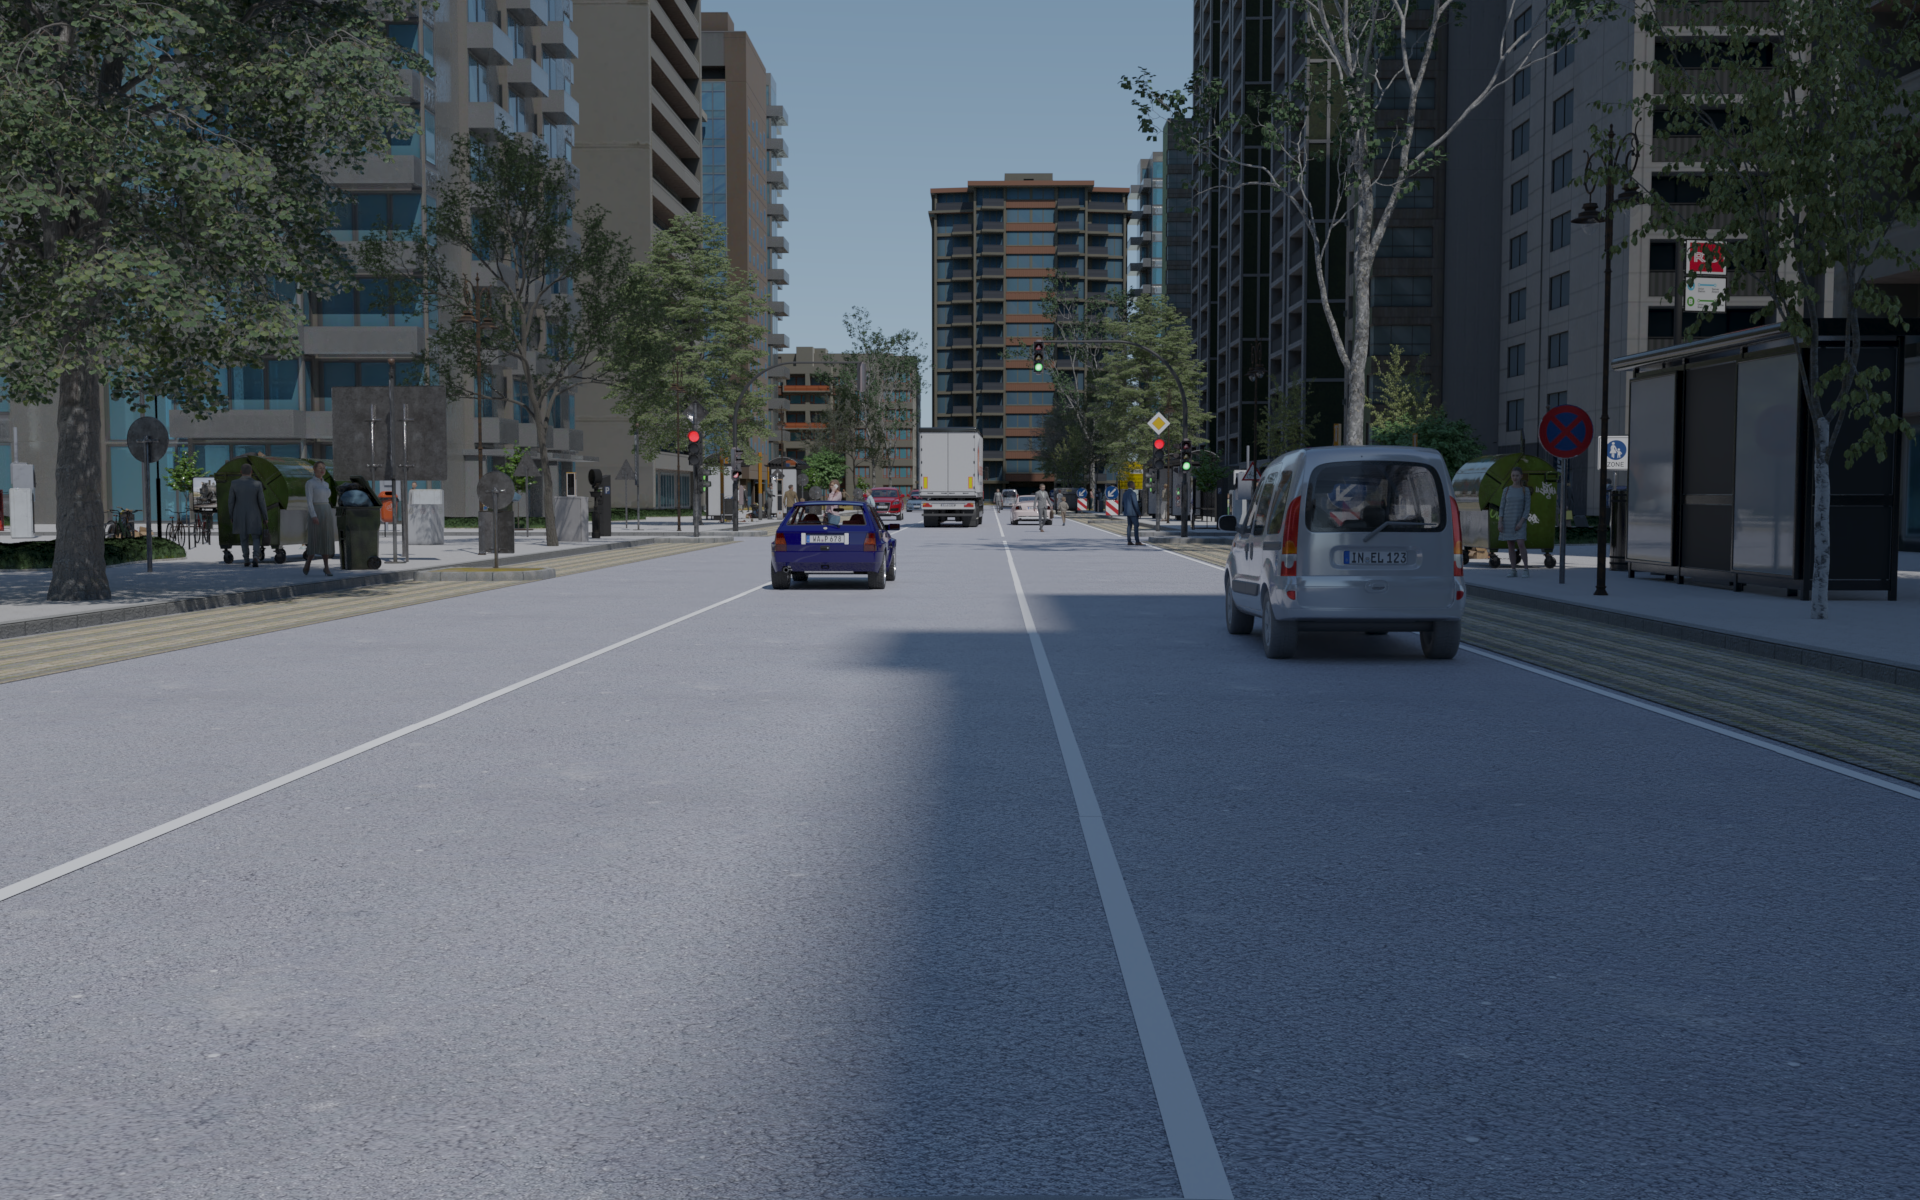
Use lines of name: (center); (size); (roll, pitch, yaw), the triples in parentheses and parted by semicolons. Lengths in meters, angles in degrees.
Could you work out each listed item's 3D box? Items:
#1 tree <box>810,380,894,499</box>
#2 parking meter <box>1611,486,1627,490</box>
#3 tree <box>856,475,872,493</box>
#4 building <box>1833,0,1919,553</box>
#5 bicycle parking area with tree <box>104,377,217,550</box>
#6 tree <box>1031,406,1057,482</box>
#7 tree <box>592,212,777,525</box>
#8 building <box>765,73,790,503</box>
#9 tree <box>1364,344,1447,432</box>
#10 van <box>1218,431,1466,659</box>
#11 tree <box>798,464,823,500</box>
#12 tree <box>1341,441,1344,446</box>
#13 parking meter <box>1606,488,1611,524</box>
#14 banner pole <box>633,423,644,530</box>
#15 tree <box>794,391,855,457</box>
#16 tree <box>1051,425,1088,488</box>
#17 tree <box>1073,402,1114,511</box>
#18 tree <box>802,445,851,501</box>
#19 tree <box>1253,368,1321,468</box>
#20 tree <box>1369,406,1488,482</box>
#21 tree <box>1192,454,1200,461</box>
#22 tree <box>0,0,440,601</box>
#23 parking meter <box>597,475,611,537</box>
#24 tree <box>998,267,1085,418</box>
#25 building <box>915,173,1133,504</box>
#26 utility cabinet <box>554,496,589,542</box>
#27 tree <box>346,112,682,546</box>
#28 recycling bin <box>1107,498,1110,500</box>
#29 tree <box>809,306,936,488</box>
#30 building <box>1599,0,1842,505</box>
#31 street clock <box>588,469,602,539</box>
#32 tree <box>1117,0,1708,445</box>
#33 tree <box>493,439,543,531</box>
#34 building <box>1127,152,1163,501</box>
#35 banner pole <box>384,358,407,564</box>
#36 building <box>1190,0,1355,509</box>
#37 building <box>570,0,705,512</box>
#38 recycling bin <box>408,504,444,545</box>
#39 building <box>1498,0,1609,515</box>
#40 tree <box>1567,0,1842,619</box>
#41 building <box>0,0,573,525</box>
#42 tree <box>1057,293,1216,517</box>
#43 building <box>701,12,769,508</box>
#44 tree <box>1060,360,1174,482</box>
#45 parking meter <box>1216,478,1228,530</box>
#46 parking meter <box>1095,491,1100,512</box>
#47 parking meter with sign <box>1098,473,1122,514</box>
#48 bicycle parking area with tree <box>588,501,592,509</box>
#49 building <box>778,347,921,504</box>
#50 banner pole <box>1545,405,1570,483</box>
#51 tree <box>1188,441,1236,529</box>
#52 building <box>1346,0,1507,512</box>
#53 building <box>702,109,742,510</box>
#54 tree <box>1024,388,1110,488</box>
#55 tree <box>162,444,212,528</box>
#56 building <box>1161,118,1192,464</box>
tree: (-8.892, -12.728, 142.519); (7.601, 10.594, 8.767); (0, 4, 0)
parking meter: (19.844, -2.668, 52.037); (0.372, 1.533, 0.369); (0, 3, 0)
tree: (-9.190, -10.092, 159.605); (1.663, 3.219, 1.824); (0, 3, 0)
building: (30.535, -24.728, 28.013); (21.300, 48.544, 21.600); (0, 4, 1)
bicycle parking area with tree: (-22.063, -3.325, 41.361); (8.231, 4.147, 9.016); (0, 4, -6)
tree: (12.364, -17.809, 209.310); (7.486, 12.596, 7.792); (0, 3, 0)
tree: (-11.124, -9.314, 70.416); (7.486, 12.596, 7.792); (0, 3, 0)
building: (-34.247, -34.742, 187.647); (30.456, 49.044, 23.786); (0, 4, 1)
tree: (21.709, -8.197, 84.382); (4.737, 8.622, 4.395); (0, 3, 0)
van: (3.531, -0.576, 16.429); (2.013, 2.044, 4.112); (0, 4, 2)
tree: (-9.773, -7.204, 112.393); (1.663, 3.219, 1.824); (0, 3, 0)
tree: (17.711, -5.223, 69.109); (4.285, 4.588, 4.351); (0, 3, 0)
parking meter: (22.254, -3.110, 59.258); (0.372, 1.533, 0.369); (0, 3, 0)
banner pole: (-11.387, -4.342, 61.016); (0.401, 3.779, 0.863); (0, 4, 0)
tree: (-9.388, -10.581, 123.362); (4.360, 8.622, 3.978); (0, 3, 0)
tree: (11.482, -13.917, 177.899); (4.737, 8.622, 4.395); (0, 3, 0)
tree: (10.153, -10.914, 128.800); (4.360, 8.622, 3.978); (0, 3, 0)
tree: (-8.970, -8.050, 115.334); (4.285, 4.588, 4.351); (0, 3, 0)
tree: (19.052, -9.234, 101.333); (4.737, 8.622, 4.395); (0, 3, 0)
tree: (17.909, -4.933, 64.375); (4.285, 4.588, 4.351); (0, 3, 0)
tree: (17.817, -9.065, 131.932); (4.285, 4.588, 4.351); (0, 3, 0)
tree: (-10.802, -6.979, 20.756); (9.857, 13.997, 8.962); (0, 3, 0)
parking meter: (-10.755, -2.850, 52.315); (0.255, 1.863, 0.399); (2, 4, 30)
tree: (9.932, -17.721, 145.630); (12.611, 20.169, 13.585); (0, 3, 0)
building: (8.668, -35.746, 239.068); (28.867, 44.769, 22.147); (0, 4, 1)
utility cabinet: (-10.467, -2.174, 46.706); (1.020, 1.237, 0.306); (2, 4, 34)
tree: (-10.301, -6.613, 42.543); (7.601, 10.594, 8.767); (2, 4, 35)
recycling bin: (10.134, -6.213, 114.131); (0.722, 1.027, 0.722); (-1, 4, -12)
tree: (-10.142, -19.634, 176.905); (12.611, 20.169, 13.585); (0, 3, 0)
building: (37.696, -39.057, 76.834); (20.611, 71.187, 20.563); (0, 4, 1)
street clock: (-10.504, -2.774, 49.921); (0.358, 2.002, 0.471); (-3, 4, -38)
tree: (9.738, -11.185, 38.768); (12.611, 20.169, 13.585); (0, 3, 0)
tree: (-15.650, -4.074, 61.216); (1.663, 3.219, 1.824); (0, 3, 0)
building: (38.340, -37.903, 239.320); (30.456, 49.044, 23.786); (0, 4, 1)
banner pole: (-10.398, -2.551, 31.721); (0.401, 3.779, 0.863); (-1, 4, -14)
building: (32.374, -44.934, 172.927); (20.563, 71.187, 20.611); (0, 4, 1)
building: (-30.715, -30.572, 123.553); (21.300, 48.544, 21.600); (0, 4, 1)
recycling bin: (-13.529, -1.907, 43.741); (0.722, 1.027, 0.722); (1, 4, 13)
building: (31.735, -41.840, 122.332); (20.563, 71.187, 20.611); (0, 4, 1)
tree: (8.610, -4.105, 17.484); (4.737, 8.622, 4.395); (0, 3, 0)
building: (-31.582, -28.427, 84.391); (23.786, 49.044, 30.456); (0, 4, 1)
tree: (10.809, -10.997, 97.928); (7.486, 12.596, 7.792); (0, 3, 0)
building: (-26.238, -31.544, 165.850); (14.600, 45.320, 14.200); (0, 4, 1)
tree: (10.770, -11.149, 116.693); (8.767, 10.594, 7.601); (1, 4, 10)
parking meter: (9.360, -3.434, 61.853); (0.255, 1.863, 0.399); (-2, 4, -27)
parking meter: (9.920, -7.114, 124.728); (0.372, 1.533, 0.369); (0, 3, 0)
parking meter with sign: (10.642, -7.735, 122.722); (1.738, 3.016, 0.543); (-1, 4, -11)
bicycle parking area with tree: (-27.316, -7.450, 108.816); (8.231, 4.147, 9.016); (0, 4, 7)
building: (-20.452, -24.343, 243.050); (28.899, 21.520, 27.650); (0, 4, 1)
banner pole: (16.685, -3.580, 48.551); (0.863, 3.779, 0.401); (1, 4, 9)
tree: (9.036, -4.237, 63.871); (1.663, 3.219, 1.824); (0, 3, 0)
building: (28.512, -19.854, 96.314); (14.160, 30.474, 14.107); (0, 4, 1)
building: (-35.502, -27.832, 146.938); (32.217, 40.220, 23.993); (0, 4, 1)
tree: (12.405, -17.561, 197.495); (12.009, 13.543, 11.850); (0, 3, 0)
tree: (-29.929, -4.419, 66.854); (1.663, 3.219, 1.824); (0, 3, 0)
building: (29.132, -31.058, 191.385); (14.154, 41.232, 14.086); (0, 4, 1)
